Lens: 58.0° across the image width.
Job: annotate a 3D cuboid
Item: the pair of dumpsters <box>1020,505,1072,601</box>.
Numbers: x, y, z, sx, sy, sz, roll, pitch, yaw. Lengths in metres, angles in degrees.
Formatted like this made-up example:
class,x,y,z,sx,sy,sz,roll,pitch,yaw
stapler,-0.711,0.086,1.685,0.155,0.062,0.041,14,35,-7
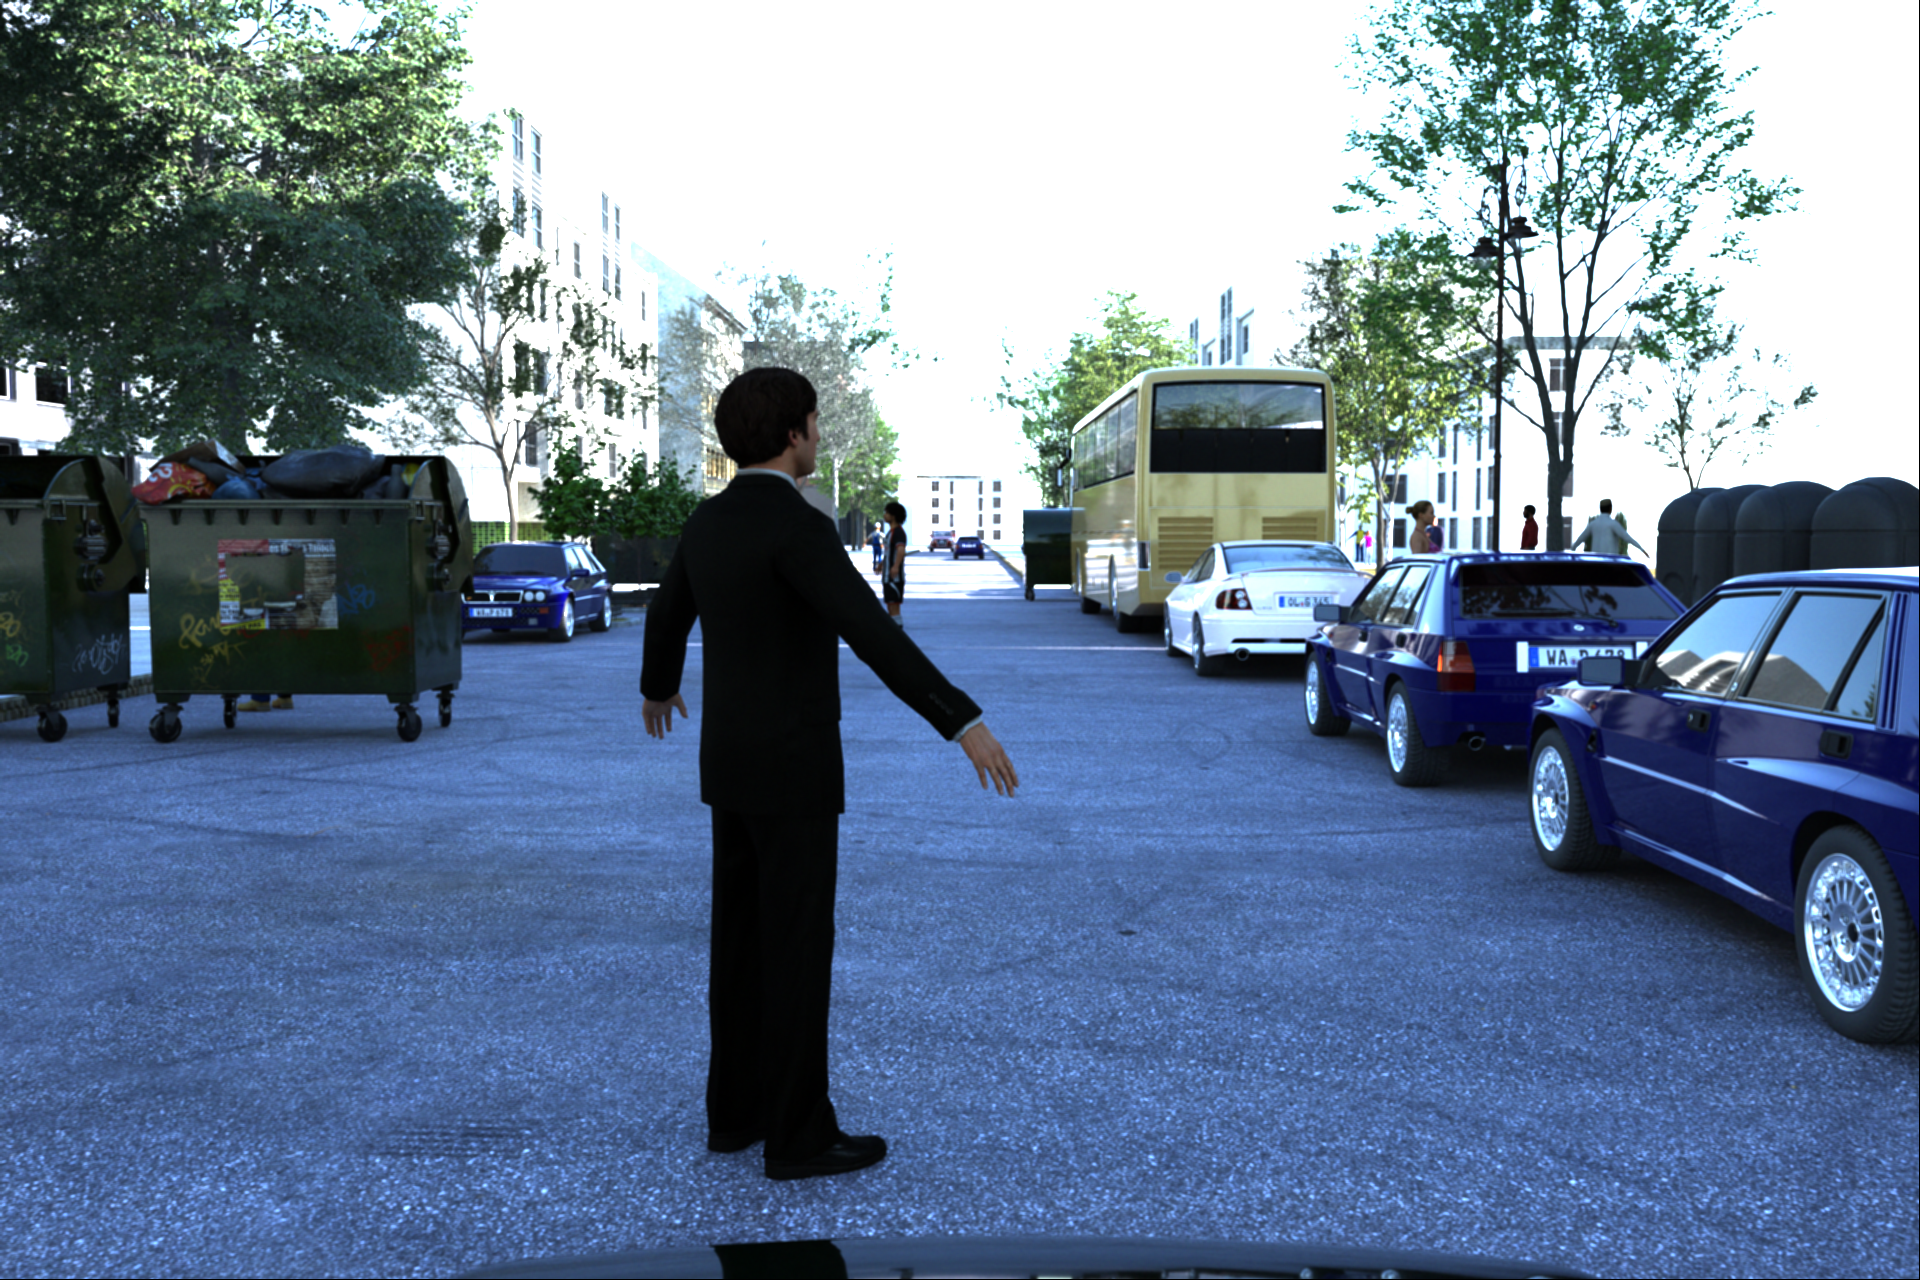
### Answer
class,x,y,z,sx,sy,sz,roll,pitch,yaw
pair of dumpsters,3.522,-1.992,37.524,4.436,2.255,1.574,0,4,-1

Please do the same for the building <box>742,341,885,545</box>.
class,x,y,z,sx,sy,sz,roll,pitch,yaw
building,-23.431,-21.728,199.226,27.936,21.610,32.646,0,4,0

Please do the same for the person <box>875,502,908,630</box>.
class,x,y,z,sx,sy,sz,roll,pitch,yaw
person,-0.842,-0.779,21.330,0.704,1.843,1.345,-1,4,-11

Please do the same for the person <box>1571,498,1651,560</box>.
class,x,y,z,sx,sy,sz,roll,pitch,yaw
person,9.640,-1.208,25.839,0.704,1.819,1.344,-2,4,-35

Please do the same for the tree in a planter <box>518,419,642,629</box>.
class,x,y,z,sx,sy,sz,roll,pitch,yaw
tree in a planter,-6.081,-1.829,27.128,1.991,3.239,1.994,0,4,0

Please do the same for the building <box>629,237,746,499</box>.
class,x,y,z,sx,sy,sz,roll,pitch,yaw
building,-25.325,-17.574,118.264,19.493,23.208,18.063,0,4,1

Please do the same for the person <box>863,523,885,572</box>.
class,x,y,z,sx,sy,sz,roll,pitch,yaw
person,-3.103,-3.481,65.235,1.347,1.847,0.705,2,4,24

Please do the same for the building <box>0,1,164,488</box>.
class,x,y,z,sx,sy,sz,roll,pitch,yaw
building,-27.369,-13.291,35.717,11.959,24.771,22.079,0,4,1

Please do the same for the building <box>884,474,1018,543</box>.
class,x,y,z,sx,sy,sz,roll,pitch,yaw
building,-6.085,-18.087,240.329,28.070,9.664,9.099,0,4,2

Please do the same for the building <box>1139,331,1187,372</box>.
class,x,y,z,sx,sy,sz,roll,pitch,yaw
building,24.520,-21.851,188.196,19.493,23.208,18.063,0,4,0

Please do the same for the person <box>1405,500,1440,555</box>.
class,x,y,z,sx,sy,sz,roll,pitch,yaw
person,4.204,-0.378,15.433,0.721,1.733,1.217,1,4,21

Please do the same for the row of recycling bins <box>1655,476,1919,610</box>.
class,x,y,z,sx,sy,sz,roll,pitch,yaw
row of recycling bins,6.489,-0.404,13.713,1.069,1.692,3.534,0,3,0

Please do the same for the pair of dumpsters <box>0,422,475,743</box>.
class,x,y,z,sx,sy,sz,roll,pitch,yaw
pair of dumpsters,-5.835,-0.449,12.292,4.436,2.255,1.574,0,4,0

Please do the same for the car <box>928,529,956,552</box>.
class,x,y,z,sx,sy,sz,roll,pitch,yaw
car,-1.467,-8.159,142.073,2.281,1.827,5.304,0,3,0

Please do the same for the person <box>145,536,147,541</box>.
class,x,y,z,sx,sy,sz,roll,pitch,yaw
person,-18.306,-2.005,39.543,0.721,1.744,1.215,2,4,24

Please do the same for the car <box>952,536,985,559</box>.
class,x,y,z,sx,sy,sz,roll,pitch,yaw
car,0.491,-5.302,99.270,1.945,1.354,3.894,0,4,-1

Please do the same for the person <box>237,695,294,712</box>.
class,x,y,z,sx,sy,sz,roll,pitch,yaw
person,-5.651,-0.354,14.106,0.705,1.847,1.347,2,4,29

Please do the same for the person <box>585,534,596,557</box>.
class,x,y,z,sx,sy,sz,roll,pitch,yaw
person,-11.057,-2.878,52.840,0.705,1.856,1.354,2,4,27

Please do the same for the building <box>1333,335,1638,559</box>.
class,x,y,z,sx,sy,sz,roll,pitch,yaw
building,24.319,-8.882,87.376,9.099,9.664,28.070,0,4,1

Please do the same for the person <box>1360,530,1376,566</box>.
class,x,y,z,sx,sy,sz,roll,pitch,yaw
person,16.311,-3.656,69.035,0.991,1.433,0.599,-2,4,-27

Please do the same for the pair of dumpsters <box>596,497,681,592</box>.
class,x,y,z,sx,sy,sz,roll,pitch,yaw
pair of dumpsters,-5.758,-2.028,38.103,4.436,2.255,1.574,0,3,0

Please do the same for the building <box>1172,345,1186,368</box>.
class,x,y,z,sx,sy,sz,roll,pitch,yaw
building,26.177,-19.395,173.535,16.016,20.090,11.380,0,4,0

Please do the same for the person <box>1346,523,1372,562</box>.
class,x,y,z,sx,sy,sz,roll,pitch,yaw
person,18.372,-4.478,79.679,1.216,1.772,0.721,0,4,-6

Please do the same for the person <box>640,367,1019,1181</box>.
class,x,y,z,sx,sy,sz,roll,pitch,yaw
person,-0.404,0.286,3.970,0.705,1.806,1.347,-3,5,-41

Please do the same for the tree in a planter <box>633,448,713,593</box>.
class,x,y,z,sx,sy,sz,roll,pitch,yaw
tree in a planter,-6.024,-2.389,36.278,1.991,3.239,1.994,0,3,0

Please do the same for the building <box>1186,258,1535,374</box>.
class,x,y,z,sx,sy,sz,roll,pitch,yaw
building,26.060,-15.495,119.809,16.747,18.905,31.486,0,3,0

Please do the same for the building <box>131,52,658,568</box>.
class,x,y,z,sx,sy,sz,roll,pitch,yaw
building,-25.165,-13.044,79.725,16.747,18.905,31.486,0,4,0

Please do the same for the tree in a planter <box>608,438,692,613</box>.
class,x,y,z,sx,sy,sz,roll,pitch,yaw
tree in a planter,-6.011,-2.150,32.378,1.991,3.239,1.994,0,3,0

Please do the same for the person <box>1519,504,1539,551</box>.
class,x,y,z,sx,sy,sz,roll,pitch,yaw
person,10.110,-1.515,30.874,0.704,1.816,1.345,1,4,14

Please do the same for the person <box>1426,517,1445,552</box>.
class,x,y,z,sx,sy,sz,roll,pitch,yaw
person,10.379,-1.898,37.994,0.530,1.710,0.541,-2,4,-25

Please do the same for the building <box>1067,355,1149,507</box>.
class,x,y,z,sx,sy,sz,roll,pitch,yaw
building,27.004,-22.653,214.354,27.936,21.610,32.646,0,4,0
